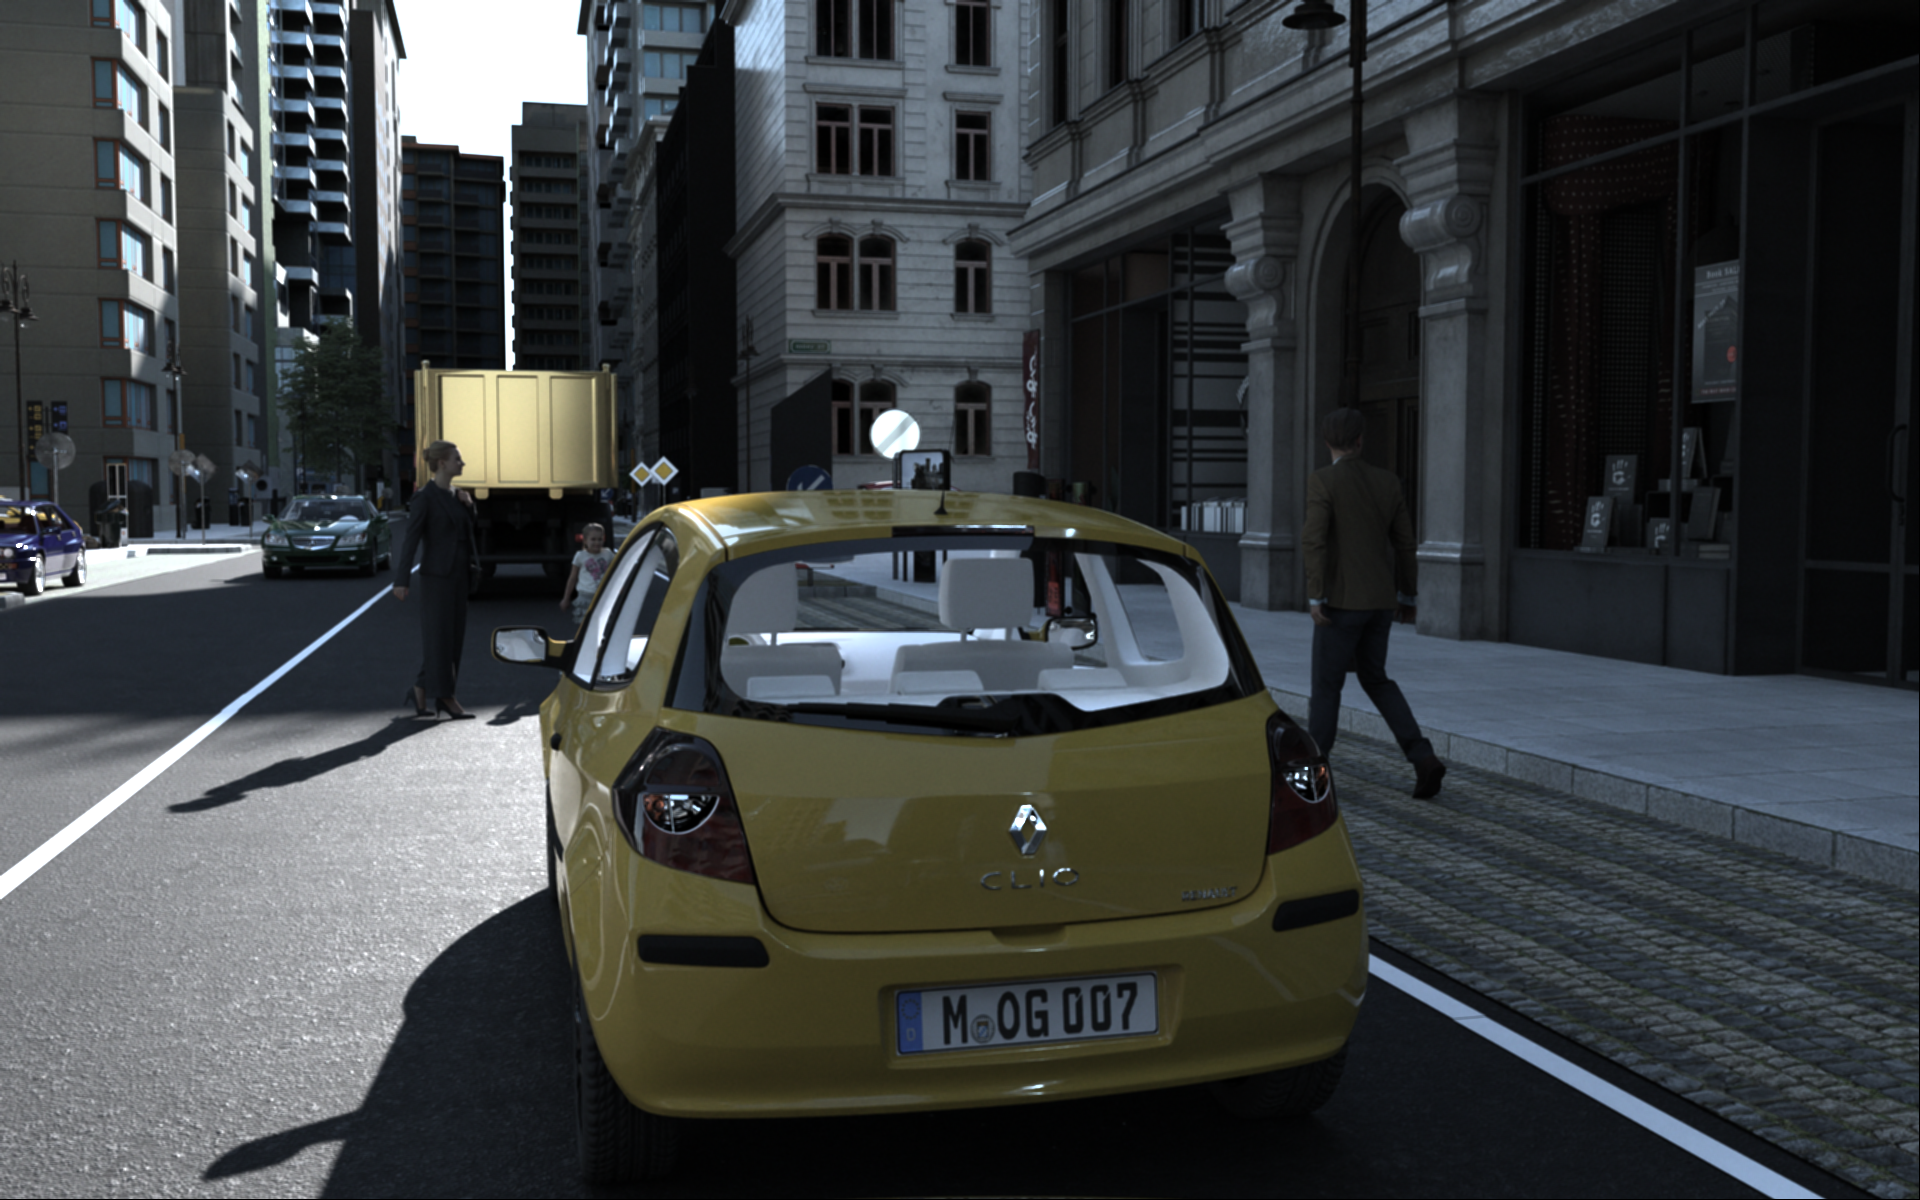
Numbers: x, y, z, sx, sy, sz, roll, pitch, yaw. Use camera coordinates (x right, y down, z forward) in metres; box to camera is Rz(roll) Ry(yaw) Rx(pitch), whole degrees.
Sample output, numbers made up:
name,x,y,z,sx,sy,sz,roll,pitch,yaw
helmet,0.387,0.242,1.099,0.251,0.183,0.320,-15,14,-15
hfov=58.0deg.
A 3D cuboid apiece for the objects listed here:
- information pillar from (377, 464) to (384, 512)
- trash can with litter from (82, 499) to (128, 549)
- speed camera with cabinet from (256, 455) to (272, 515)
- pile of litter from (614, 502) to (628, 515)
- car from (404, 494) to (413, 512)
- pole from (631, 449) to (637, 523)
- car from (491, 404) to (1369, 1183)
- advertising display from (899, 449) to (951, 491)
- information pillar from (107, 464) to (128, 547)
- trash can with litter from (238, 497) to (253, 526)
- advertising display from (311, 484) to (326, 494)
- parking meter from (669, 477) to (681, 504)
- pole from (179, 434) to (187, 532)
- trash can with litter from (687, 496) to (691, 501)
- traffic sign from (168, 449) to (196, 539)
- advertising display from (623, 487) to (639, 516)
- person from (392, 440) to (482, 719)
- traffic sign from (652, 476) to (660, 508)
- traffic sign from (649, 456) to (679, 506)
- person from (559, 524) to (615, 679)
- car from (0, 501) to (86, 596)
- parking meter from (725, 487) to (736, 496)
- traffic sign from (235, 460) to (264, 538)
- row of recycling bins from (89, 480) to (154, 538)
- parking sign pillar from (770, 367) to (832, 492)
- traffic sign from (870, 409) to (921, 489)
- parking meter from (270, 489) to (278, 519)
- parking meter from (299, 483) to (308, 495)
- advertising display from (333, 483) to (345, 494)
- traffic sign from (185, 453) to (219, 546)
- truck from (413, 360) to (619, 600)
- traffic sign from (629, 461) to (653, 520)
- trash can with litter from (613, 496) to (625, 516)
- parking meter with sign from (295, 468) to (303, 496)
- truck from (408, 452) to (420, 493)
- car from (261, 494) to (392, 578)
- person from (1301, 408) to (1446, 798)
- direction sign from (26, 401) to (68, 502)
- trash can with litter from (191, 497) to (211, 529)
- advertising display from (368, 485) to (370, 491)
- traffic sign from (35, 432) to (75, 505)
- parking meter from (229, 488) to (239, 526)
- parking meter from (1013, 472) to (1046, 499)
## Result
name,x,y,z,sx,sy,sz,roll,pitch,yaw
information pillar,-41.056,-8.032,122.676,0.504,3.616,0.183,-3,5,-44
trash can with litter,-20.114,-1.785,40.580,0.624,1.170,1.055,2,4,28
speed camera with cabinet,-36.053,-5.725,87.935,2.038,3.252,0.660,0,4,-3
pile of litter,-20.622,-5.564,104.930,1.719,0.858,1.176,1,4,18
car,-42.993,-7.801,137.334,2.009,1.686,4.222,-1,4,-14
pole,-14.638,-5.128,77.685,0.158,3.312,0.155,0,3,0
car,-0.359,0.309,5.176,2.015,1.641,3.980,-1,4,-15
advertising display,-0.513,-1.216,25.095,0.123,1.923,0.974,-3,5,-44
information pillar,-20.450,-2.297,42.049,0.304,2.012,0.304,1,4,16
trash can with litter,-28.547,-3.527,69.056,0.624,1.170,1.055,-2,4,-32
advertising display,-42.103,-6.636,113.716,0.123,1.923,0.974,3,4,37
parking meter,-9.891,-3.327,60.104,0.399,1.863,0.255,-1,4,-13
pole,-26.251,-3.955,58.513,0.158,3.312,0.155,0,3,0
trash can with litter,-10.941,-3.587,69.698,1.678,1.210,2.233,-1,4,-12
traffic sign,-22.124,-3.010,49.313,0.768,2.556,0.104,-1,4,-9
advertising display,-19.647,-6.003,103.365,0.974,1.923,0.123,1,4,19
person,-3.350,-0.130,11.050,0.534,1.772,0.576,0,4,-2
traffic sign,-11.948,-4.079,68.821,0.606,2.300,0.079,-1,4,-13
traffic sign,-7.768,-2.558,45.467,0.795,2.450,0.064,-1,4,-14
person,-2.751,0.028,13.063,0.505,1.210,0.382,-3,4,-36
car,-14.046,-0.775,25.251,1.945,1.354,3.894,-1,4,-15
parking meter,-7.883,-3.118,59.398,0.372,1.533,0.369,0,3,0
traffic sign,-20.659,-2.861,50.416,0.795,2.450,0.064,-1,4,-14
row of recycling bins,-24.994,-2.714,51.494,1.069,1.692,3.534,-3,5,-43
parking sign pillar,-3.395,-2.968,36.994,1.447,3.967,1.447,-1,4,-10
traffic sign,-0.966,-1.579,25.918,0.768,2.556,0.104,0,4,-7
parking meter,-35.848,-5.020,90.486,0.372,1.533,0.369,0,3,0
parking meter,-33.741,-5.098,89.062,0.255,1.863,0.399,2,4,26
advertising display,-35.485,-5.734,98.961,0.974,1.923,0.123,2,4,35
traffic sign,-18.661,-2.388,42.684,0.795,2.450,0.064,-1,4,-14
truck,-6.928,-1.908,27.115,3.469,3.379,9.791,-1,4,-14
traffic sign,-9.766,-3.031,53.199,0.795,2.450,0.064,-1,4,-14
trash can with litter,-19.725,-5.398,99.652,1.055,1.170,0.624,-1,4,-19
parking meter with sign,-43.288,-7.182,113.681,0.543,3.016,1.738,-1,4,-21
truck,-29.686,-6.719,98.763,2.839,4.237,11.283,-1,4,-14
car,-11.377,-1.193,31.302,2.131,1.459,4.920,-1,4,-13
person,1.895,0.016,8.146,0.836,1.842,0.656,2,4,31
direction sign,-22.189,-3.070,42.191,0.876,3.537,0.379,-2,4,-25
trash can with litter,-27.732,-3.162,63.093,1.055,1.170,0.624,3,5,42
advertising display,-41.505,-7.123,121.676,0.123,1.923,0.974,-1,4,-17
traffic sign,-18.601,-2.173,35.634,0.768,2.556,0.104,-1,4,-13
parking meter,-29.370,-3.771,70.062,0.372,1.533,0.369,0,3,0
parking meter,0.789,-0.691,19.708,0.372,1.533,0.369,0,3,0
